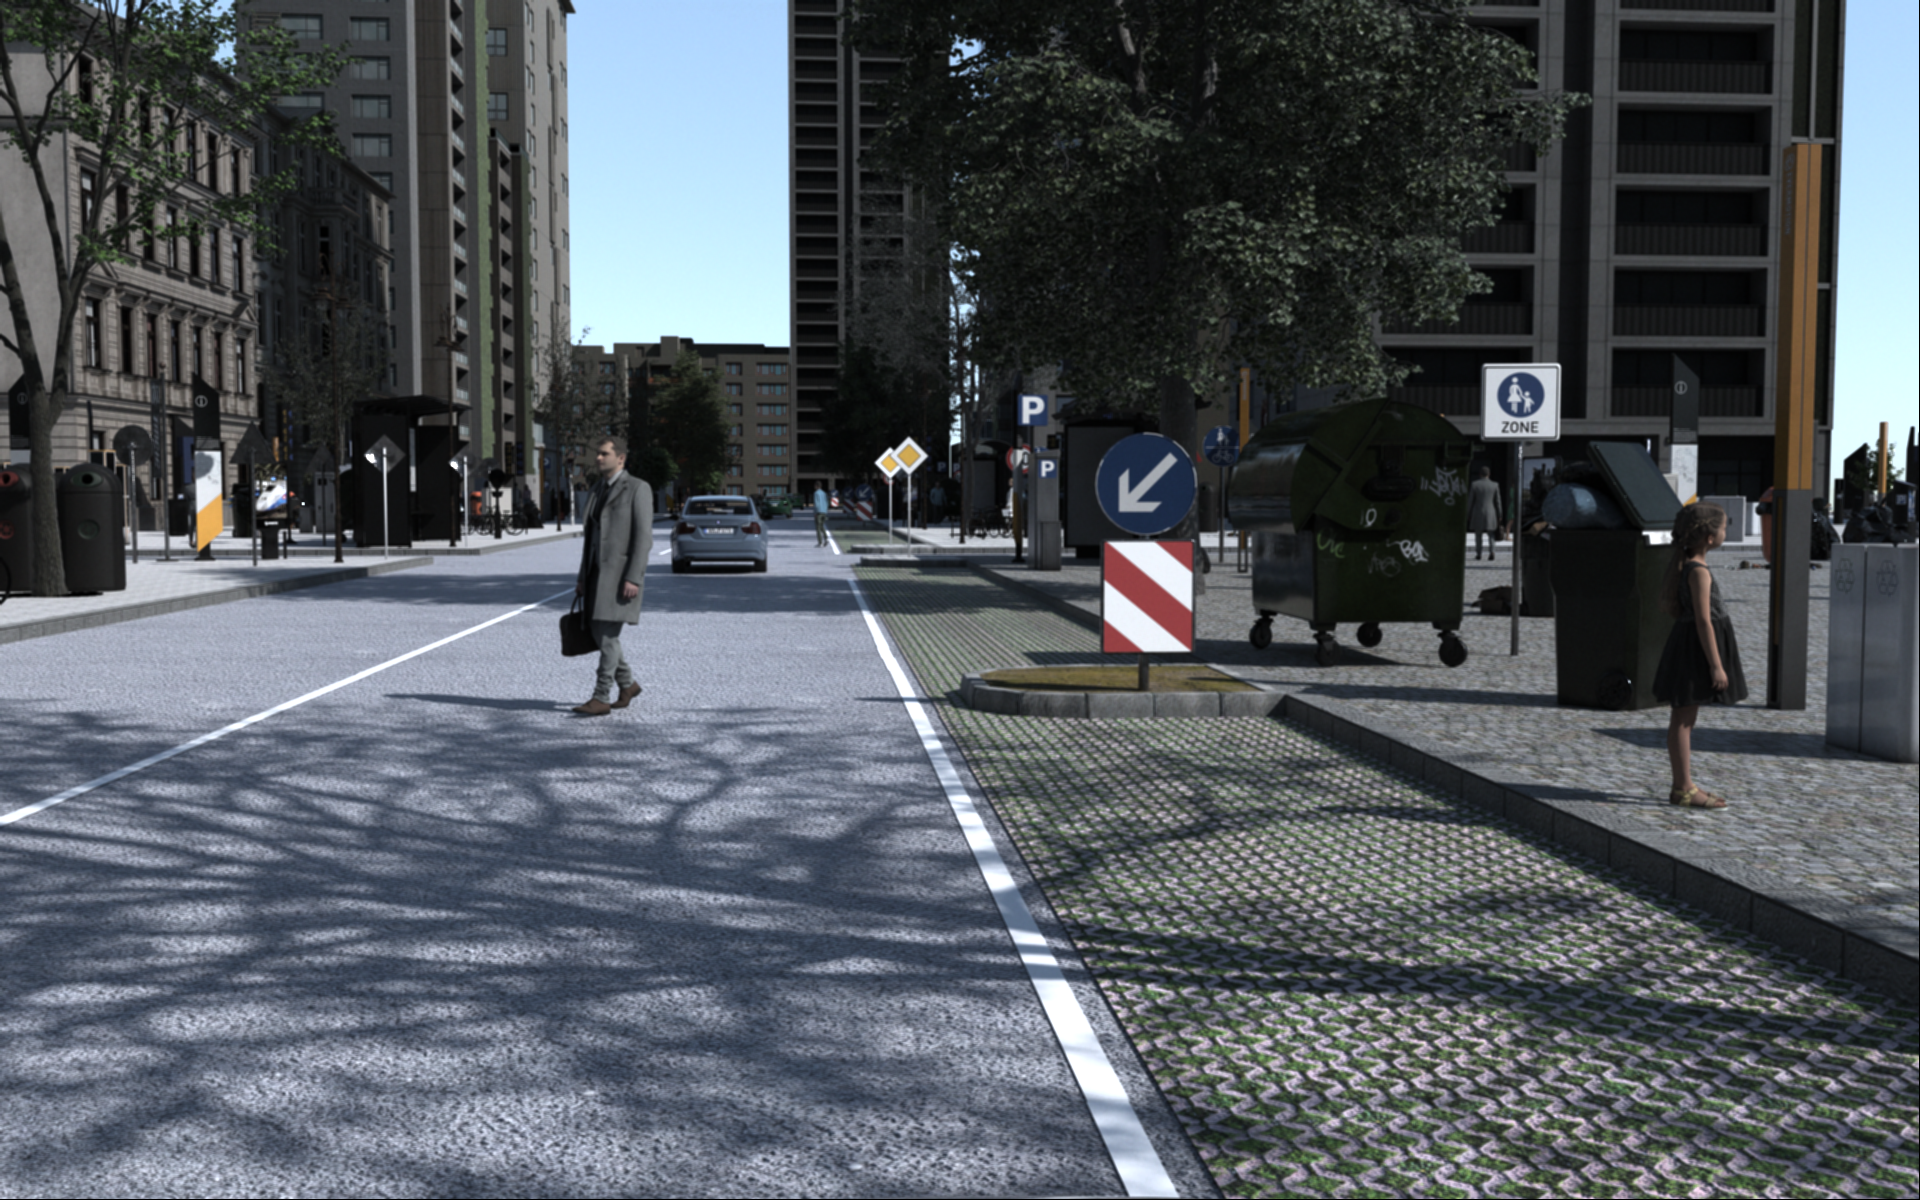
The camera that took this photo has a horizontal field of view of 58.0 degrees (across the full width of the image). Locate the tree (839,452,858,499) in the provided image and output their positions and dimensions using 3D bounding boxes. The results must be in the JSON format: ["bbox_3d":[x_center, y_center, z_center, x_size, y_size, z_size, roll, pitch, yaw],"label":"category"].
[{"bbox_3d":[-12.596,-14.924,194.371,4.360,8.622,3.978,0,3,0],"label":"tree"}]

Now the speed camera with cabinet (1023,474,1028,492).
[{"bbox_3d":[3.905,-6.382,98.678,0.660,3.252,2.038,0,4,-1],"label":"speed camera with cabinet"}]

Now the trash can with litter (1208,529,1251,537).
[{"bbox_3d":[8.612,-2.492,51.796,1.678,1.210,2.233,-3,4,-36],"label":"trash can with litter"}]

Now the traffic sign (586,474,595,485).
[{"bbox_3d":[-22.408,-6.444,105.462,0.768,2.556,0.104,0,4,-2],"label":"traffic sign"}]

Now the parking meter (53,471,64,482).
[{"bbox_3d":[-23.237,-2.372,44.488,0.255,1.863,0.399,3,5,44],"label":"parking meter"}]

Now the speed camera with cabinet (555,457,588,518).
[{"bbox_3d":[-20.659,-6.026,92.866,2.038,3.252,0.660,-1,4,-19],"label":"speed camera with cabinet"}]

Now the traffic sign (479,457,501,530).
[{"bbox_3d":[-16.386,-3.683,60.330,0.768,2.556,0.104,0,4,1],"label":"traffic sign"}]

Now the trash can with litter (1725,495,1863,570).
[{"bbox_3d":[14.025,-1.156,29.958,2.233,1.210,1.678,-1,4,-23],"label":"trash can with litter"}]

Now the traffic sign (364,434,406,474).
[{"bbox_3d":[-11.260,-1.939,33.897,0.795,2.593,0.064,0,4,-5],"label":"traffic sign"}]

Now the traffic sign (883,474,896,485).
[{"bbox_3d":[-3.975,-6.002,98.240,0.768,2.556,0.104,0,4,1],"label":"traffic sign"}]

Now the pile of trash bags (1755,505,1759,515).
[{"bbox_3d":[11.168,-0.656,20.471,3.447,1.369,1.912,0,4,1],"label":"pile of trash bags"}]

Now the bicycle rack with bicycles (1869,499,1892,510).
[{"bbox_3d":[63.215,-6.459,118.987,2.925,0.926,2.852,1,4,8],"label":"bicycle rack with bicycles"}]

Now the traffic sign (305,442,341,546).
[{"bbox_3d":[-15.818,-2.631,43.021,0.884,2.594,0.081,0,4,0],"label":"traffic sign"}]

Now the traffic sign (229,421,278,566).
[{"bbox_3d":[-12.523,-1.877,30.694,0.884,2.594,0.081,0,4,4],"label":"traffic sign"}]

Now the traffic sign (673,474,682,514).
[{"bbox_3d":[-18.219,-6.802,111.320,0.768,2.556,0.104,0,4,2],"label":"traffic sign"}]

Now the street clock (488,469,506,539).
[{"bbox_3d":[-13.290,-2.763,49.753,0.471,2.002,0.358,-1,4,-18],"label":"street clock"}]

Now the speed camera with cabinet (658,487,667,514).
[{"bbox_3d":[-19.690,-7.361,114.681,0.660,3.252,2.038,-1,4,-13],"label":"speed camera with cabinet"}]

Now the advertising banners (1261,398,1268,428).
[{"bbox_3d":[5.640,-2.140,31.178,0.090,3.025,2.074,0,4,-2],"label":"advertising banners"}]

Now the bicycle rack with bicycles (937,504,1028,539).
[{"bbox_3d":[1.019,-2.258,50.303,2.852,0.926,2.925,-2,4,-29],"label":"bicycle rack with bicycles"}]

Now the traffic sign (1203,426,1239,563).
[{"bbox_3d":[4.901,-1.975,32.396,0.768,2.556,0.104,0,4,-4],"label":"traffic sign"}]

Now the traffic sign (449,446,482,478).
[{"bbox_3d":[-11.956,-2.426,41.852,0.795,2.593,0.064,0,4,-5],"label":"traffic sign"}]

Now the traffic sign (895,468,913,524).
[{"bbox_3d":[-2.421,-4.584,75.055,0.768,2.556,0.104,0,4,-4],"label":"traffic sign"}]

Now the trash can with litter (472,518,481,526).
[{"bbox_3d":[-19.328,-3.590,70.080,1.055,1.170,0.624,1,4,17],"label":"trash can with litter"}]

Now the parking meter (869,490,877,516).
[{"bbox_3d":[-5.121,-5.658,100.918,0.372,1.533,0.369,0,3,0],"label":"parking meter"}]

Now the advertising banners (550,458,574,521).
[{"bbox_3d":[-19.403,-5.380,84.153,0.090,3.025,2.074,2,4,26],"label":"advertising banners"}]

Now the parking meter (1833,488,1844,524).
[{"bbox_3d":[37.192,-3.969,73.302,0.372,1.533,0.369,0,3,0],"label":"parking meter"}]

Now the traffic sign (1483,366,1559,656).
[{"bbox_3d":[4.401,-0.706,13.679,0.606,2.300,0.079,0,4,4],"label":"traffic sign"}]

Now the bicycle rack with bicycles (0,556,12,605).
[{"bbox_3d":[-11.620,-0.307,18.407,2.852,0.926,2.925,3,4,37],"label":"bicycle rack with bicycles"}]

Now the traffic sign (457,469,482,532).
[{"bbox_3d":[-16.428,-3.541,57.903,0.884,2.594,0.081,0,4,4],"label":"traffic sign"}]

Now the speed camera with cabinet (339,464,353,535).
[{"bbox_3d":[-18.815,-3.653,54.055,0.660,3.252,2.038,0,4,-4],"label":"speed camera with cabinet"}]

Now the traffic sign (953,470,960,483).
[{"bbox_3d":[-0.003,-5.677,92.918,0.768,2.556,0.104,0,4,-3],"label":"traffic sign"}]

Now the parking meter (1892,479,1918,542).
[{"bbox_3d":[16.258,-1.310,29.824,0.372,1.533,0.369,0,3,0],"label":"parking meter"}]

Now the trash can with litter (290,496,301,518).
[{"bbox_3d":[-26.021,-3.402,66.677,1.678,1.210,2.233,2,4,35],"label":"trash can with litter"}]

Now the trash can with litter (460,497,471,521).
[{"bbox_3d":[-24.156,-4.390,82.841,2.233,1.210,1.678,-2,4,-33],"label":"trash can with litter"}]

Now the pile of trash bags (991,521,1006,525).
[{"bbox_3d":[1.025,-3.809,72.031,1.912,1.369,3.447,1,4,18],"label":"pile of trash bags"}]

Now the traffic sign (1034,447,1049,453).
[{"bbox_3d":[2.153,-2.838,46.507,0.768,2.556,0.104,0,4,-2],"label":"traffic sign"}]

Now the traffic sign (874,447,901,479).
[{"bbox_3d":[-1.699,-2.479,42.726,0.795,2.593,0.064,0,4,-5],"label":"traffic sign"}]

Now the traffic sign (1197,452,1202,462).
[{"bbox_3d":[3.576,-1.761,28.798,0.884,2.594,0.081,0,4,-3],"label":"traffic sign"}]

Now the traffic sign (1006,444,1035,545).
[{"bbox_3d":[1.543,-2.662,43.628,0.768,2.556,0.104,0,4,3],"label":"traffic sign"}]

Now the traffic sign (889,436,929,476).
[{"bbox_3d":[-1.003,-1.993,34.771,0.795,2.593,0.064,0,4,-5],"label":"traffic sign"}]

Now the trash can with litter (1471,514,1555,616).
[{"bbox_3d":[5.929,-0.422,18.288,1.055,1.170,0.624,3,5,44],"label":"trash can with litter"}]

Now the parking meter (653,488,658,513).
[{"bbox_3d":[-20.512,-6.785,116.646,0.255,1.863,0.399,2,4,29],"label":"parking meter"}]

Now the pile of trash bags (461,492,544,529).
[{"bbox_3d":[-17.192,-3.366,64.786,3.447,1.369,1.912,3,4,36],"label":"pile of trash bags"}]

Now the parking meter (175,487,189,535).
[{"bbox_3d":[-24.578,-2.832,54.713,0.372,1.533,0.369,0,3,0],"label":"parking meter"}]

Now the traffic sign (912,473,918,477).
[{"bbox_3d":[-2.248,-5.006,81.947,0.768,2.556,0.104,0,4,-3],"label":"traffic sign"}]

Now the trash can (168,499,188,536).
[{"bbox_3d":[-23.895,-2.520,52.856,0.748,1.137,0.748,0,3,0],"label":"trash can"}]

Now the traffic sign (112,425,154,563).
[{"bbox_3d":[-15.267,-1.950,31.981,0.768,2.556,0.104,0,4,2],"label":"traffic sign"}]

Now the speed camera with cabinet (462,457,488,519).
[{"bbox_3d":[-25.452,-5.914,91.038,0.660,3.252,2.038,1,4,13],"label":"speed camera with cabinet"}]

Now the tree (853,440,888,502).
[{"bbox_3d":[-7.921,-12.139,148.836,4.737,8.622,4.395,0,3,0],"label":"tree"}]

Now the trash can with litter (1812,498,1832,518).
[{"bbox_3d":[26.821,-2.616,54.153,0.624,1.170,1.055,3,4,39],"label":"trash can with litter"}]

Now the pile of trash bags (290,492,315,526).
[{"bbox_3d":[-26.428,-3.679,69.903,1.912,1.369,3.447,0,4,4],"label":"pile of trash bags"}]

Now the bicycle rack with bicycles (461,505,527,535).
[{"bbox_3d":[-14.916,-2.527,54.704,2.925,0.926,2.852,2,4,24],"label":"bicycle rack with bicycles"}]
